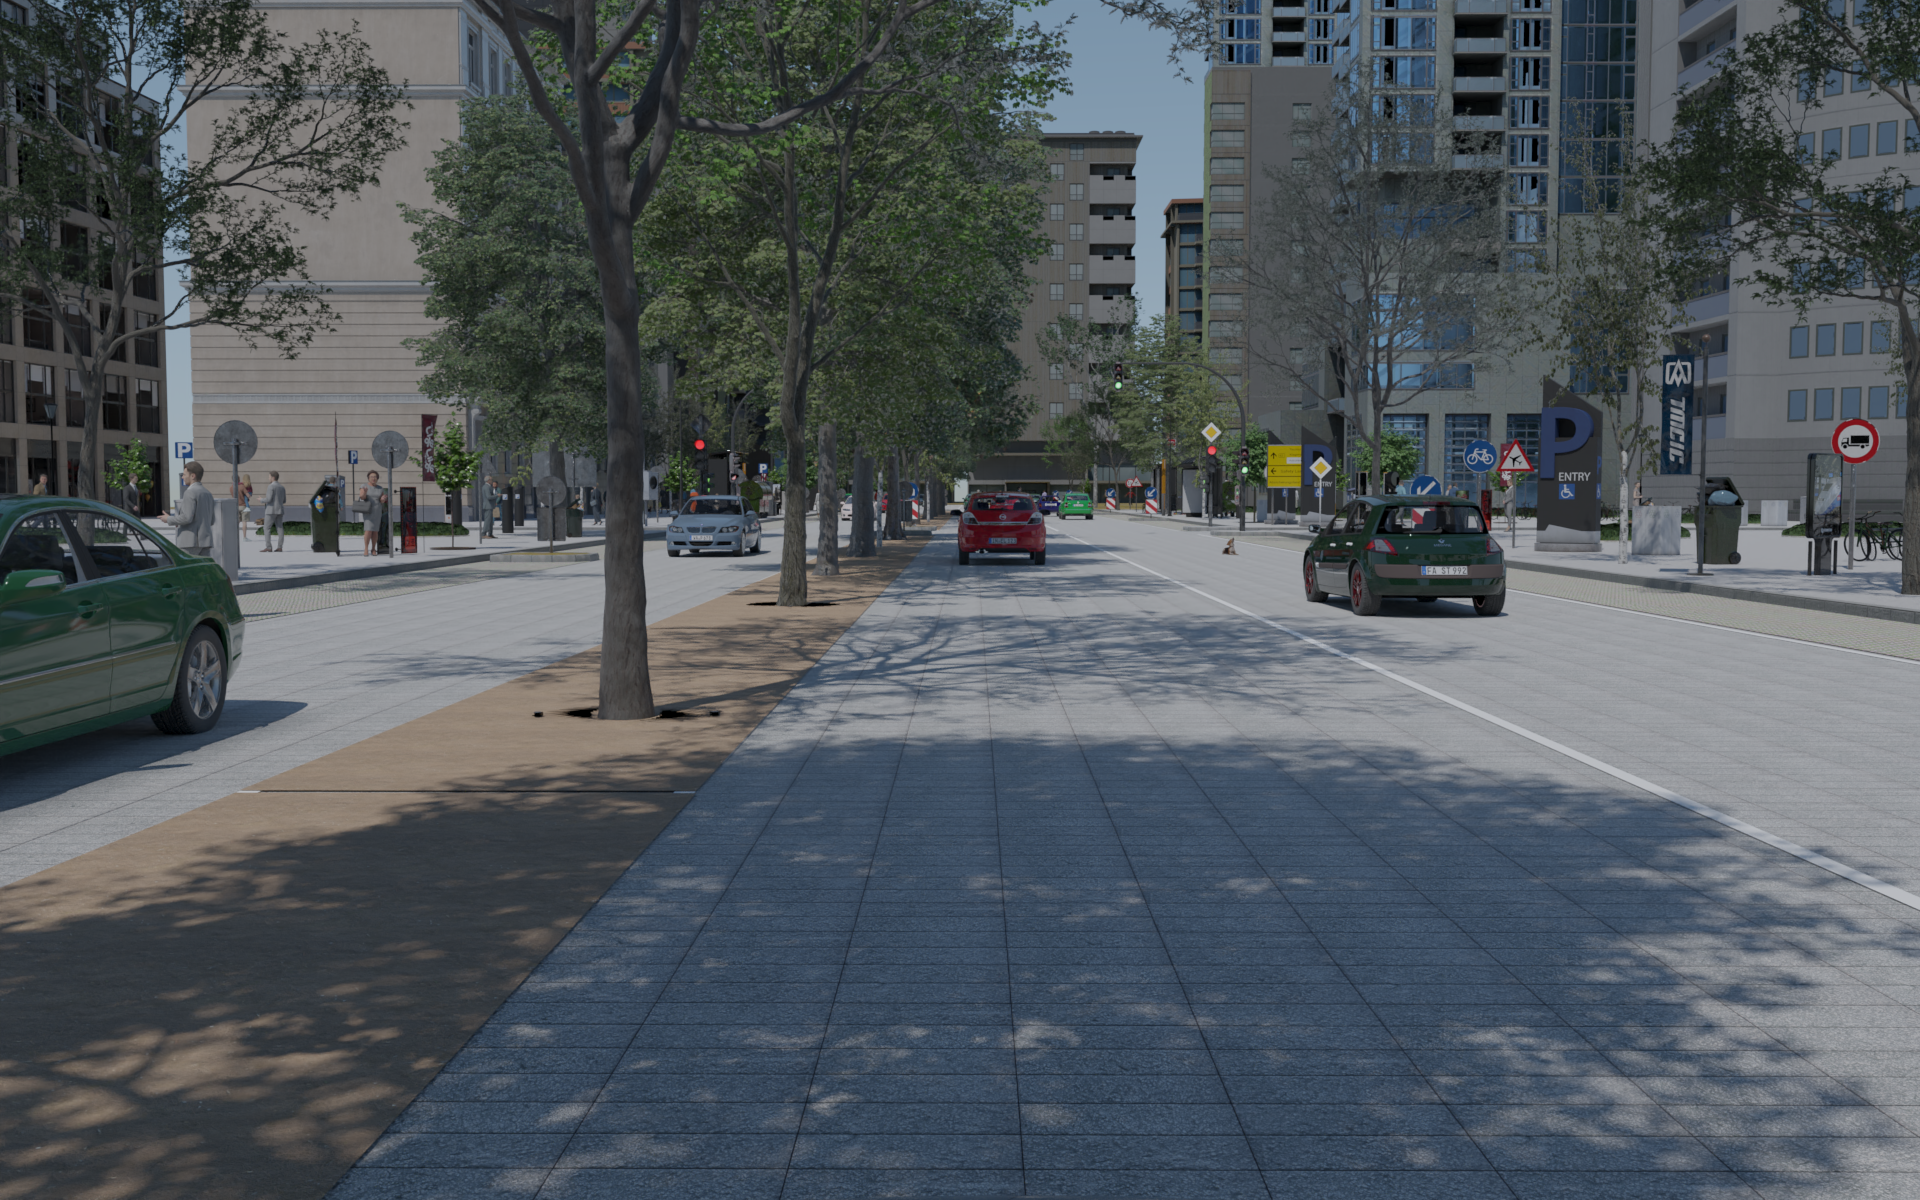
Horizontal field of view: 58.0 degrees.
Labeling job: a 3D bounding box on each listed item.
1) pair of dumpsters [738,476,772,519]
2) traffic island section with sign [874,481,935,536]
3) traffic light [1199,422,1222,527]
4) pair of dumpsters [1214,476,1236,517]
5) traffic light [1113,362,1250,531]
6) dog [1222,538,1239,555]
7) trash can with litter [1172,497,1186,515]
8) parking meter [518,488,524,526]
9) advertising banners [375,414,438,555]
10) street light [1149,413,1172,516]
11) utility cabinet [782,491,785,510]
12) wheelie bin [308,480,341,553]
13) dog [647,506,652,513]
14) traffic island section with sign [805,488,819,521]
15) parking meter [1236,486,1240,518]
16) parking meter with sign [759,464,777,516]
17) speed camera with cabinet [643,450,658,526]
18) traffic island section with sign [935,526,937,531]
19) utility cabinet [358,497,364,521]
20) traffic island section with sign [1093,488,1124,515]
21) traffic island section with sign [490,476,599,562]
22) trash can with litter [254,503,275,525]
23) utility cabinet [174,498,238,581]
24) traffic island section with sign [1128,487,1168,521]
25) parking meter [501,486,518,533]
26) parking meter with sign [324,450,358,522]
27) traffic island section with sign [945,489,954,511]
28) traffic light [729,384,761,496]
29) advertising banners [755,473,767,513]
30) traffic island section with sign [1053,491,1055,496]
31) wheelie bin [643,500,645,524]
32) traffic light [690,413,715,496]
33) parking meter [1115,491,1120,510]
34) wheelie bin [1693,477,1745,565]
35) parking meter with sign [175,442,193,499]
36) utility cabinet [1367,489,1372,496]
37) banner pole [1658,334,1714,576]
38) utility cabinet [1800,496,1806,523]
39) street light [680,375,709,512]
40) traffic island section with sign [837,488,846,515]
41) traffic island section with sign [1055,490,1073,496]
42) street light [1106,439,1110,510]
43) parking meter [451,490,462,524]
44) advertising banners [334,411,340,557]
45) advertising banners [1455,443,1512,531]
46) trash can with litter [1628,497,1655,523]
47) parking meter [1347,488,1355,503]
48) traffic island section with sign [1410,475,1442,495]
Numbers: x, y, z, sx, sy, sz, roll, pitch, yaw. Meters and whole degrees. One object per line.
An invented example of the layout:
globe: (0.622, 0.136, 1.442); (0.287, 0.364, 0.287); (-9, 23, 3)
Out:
pair of dumpsters: (-10.900, -5.434, 91.343); (1.574, 2.255, 4.437); (0, 4, 0)
traffic island section with sign: (-1.983, -3.185, 60.218); (2.006, 1.907, 1.989); (0, 4, 0)
traffic light: (9.793, -4.822, 67.763); (0.839, 4.253, 0.868); (0, 4, 0)
pair of dumpsters: (14.895, -5.816, 97.580); (1.574, 2.255, 4.437); (0, 4, 0)
traffic light: (7.641, -5.198, 59.652); (4.771, 5.953, 1.251); (0, 4, 0)
dog: (6.442, -1.269, 40.945); (0.550, 0.427, 0.748); (2, 4, 30)
trash can with litter: (14.936, -6.111, 110.965); (1.678, 1.210, 2.233); (-2, 4, -27)
parking meter: (-17.509, -3.692, 68.773); (0.372, 1.533, 0.369); (0, 3, 0)
advertising banners: (-11.910, -2.514, 37.293); (0.090, 3.025, 2.074); (1, 4, 23)
street light: (11.505, -7.753, 99.295); (1.470, 5.913, 1.316); (0, 4, 0)
utility cabinet: (-14.010, -7.981, 139.164); (0.318, 1.500, 1.173); (-2, 4, -23)
wheelie bin: (-13.989, -1.851, 38.176); (0.693, 1.594, 0.980); (-2, 4, -23)
dog: (-19.743, -5.678, 109.664); (0.406, 0.507, 0.540); (0, 4, 3)
traffic island section with sign: (-8.403, -5.176, 93.257); (1.989, 1.847, 2.006); (0, 4, 0)
parking meter: (14.732, -5.223, 91.103); (0.399, 1.863, 0.255); (-1, 4, -12)
parking meter with sign: (-11.069, -6.350, 100.077); (0.543, 3.016, 1.738); (1, 4, 13)
speed camera with cabinet: (-12.641, -4.508, 68.049); (0.660, 3.252, 2.038); (1, 4, 22)
traffic island section with sign: (-1.918, -3.638, 67.624); (2.006, 1.907, 1.989); (0, 4, 0)
utility cabinet: (-19.279, -2.809, 57.088); (1.020, 1.237, 0.306); (0, 4, 7)
traffic island section with sign: (10.223, -6.779, 119.462); (1.989, 1.847, 2.006); (0, 4, 0)
traffic island section with sign: (-8.816, -1.737, 37.032); (1.989, 1.847, 2.006); (0, 4, 0)
trash can with litter: (-28.383, -3.640, 70.904); (1.055, 1.170, 0.624); (0, 4, 4)
utility cabinet: (-11.165, -0.886, 25.643); (1.020, 1.237, 0.306); (2, 4, 27)
traffic island section with sign: (10.027, -5.128, 92.475); (1.989, 1.847, 2.006); (0, 4, 0)
parking meter: (-14.798, -2.951, 56.657); (0.372, 1.533, 0.369); (0, 3, 0)
parking meter with sign: (-24.985, -4.465, 69.260); (1.738, 3.016, 0.543); (1, 4, 13)
traffic island section with sign: (-1.369, -8.234, 142.761); (2.006, 1.907, 1.989); (0, 4, 0)
traffic light: (-6.775, -5.703, 67.905); (4.771, 5.953, 1.251); (0, 4, 0)
advertising banners: (-12.325, -6.604, 104.156); (2.074, 3.025, 0.090); (3, 4, 38)
traffic island section with sign: (10.806, -11.556, 197.572); (1.989, 1.847, 2.006); (0, 4, 0)
wheelie bin: (-13.582, -3.995, 73.227); (0.980, 1.594, 0.693); (-1, 4, -20)
traffic light: (-8.927, -4.341, 59.900); (0.839, 4.253, 0.868); (0, 4, 0)
parking meter: (12.949, -8.189, 142.296); (0.372, 1.533, 0.369); (0, 3, 0)
wheelie bin: (13.846, -1.451, 31.639); (0.693, 1.594, 0.980); (-1, 4, -14)
parking meter with sign: (-25.646, -3.738, 57.383); (0.543, 3.016, 1.738); (-2, 4, -26)
utility cabinet: (16.415, -3.753, 70.038); (0.318, 1.500, 1.173); (2, 4, 33)
banner pole: (11.464, -2.280, 27.293); (0.863, 3.779, 0.401); (1, 4, 18)
utility cabinet: (27.945, -2.808, 57.074); (0.306, 1.237, 1.020); (1, 4, 13)
street light: (-10.374, -5.825, 67.787); (1.470, 5.913, 1.316); (0, 4, 0)
traffic island section with sign: (-8.195, -6.825, 120.212); (1.989, 1.847, 2.006); (0, 4, 0)
traffic island section with sign: (10.590, -9.871, 170.016); (1.989, 1.847, 2.006); (0, 4, 0)
street light: (11.786, -10.419, 142.897); (1.470, 5.913, 1.316); (0, 4, 0)
parking meter: (-17.508, -3.169, 60.224); (0.372, 1.533, 0.369); (0, 3, 0)
advertising banners: (-13.044, -2.451, 36.260); (0.090, 3.025, 2.074); (-1, 4, -19)
advertising banners: (18.114, -3.894, 59.853); (2.074, 3.025, 0.090); (1, 4, 12)
trash can with litter: (26.599, -3.443, 67.683); (1.055, 1.170, 0.624); (2, 4, 31)
parking meter: (15.435, -3.660, 68.251); (0.372, 1.533, 0.369); (0, 3, 0)
traffic island section with sign: (9.611, -1.728, 36.886); (1.989, 1.847, 2.006); (0, 4, 0)
